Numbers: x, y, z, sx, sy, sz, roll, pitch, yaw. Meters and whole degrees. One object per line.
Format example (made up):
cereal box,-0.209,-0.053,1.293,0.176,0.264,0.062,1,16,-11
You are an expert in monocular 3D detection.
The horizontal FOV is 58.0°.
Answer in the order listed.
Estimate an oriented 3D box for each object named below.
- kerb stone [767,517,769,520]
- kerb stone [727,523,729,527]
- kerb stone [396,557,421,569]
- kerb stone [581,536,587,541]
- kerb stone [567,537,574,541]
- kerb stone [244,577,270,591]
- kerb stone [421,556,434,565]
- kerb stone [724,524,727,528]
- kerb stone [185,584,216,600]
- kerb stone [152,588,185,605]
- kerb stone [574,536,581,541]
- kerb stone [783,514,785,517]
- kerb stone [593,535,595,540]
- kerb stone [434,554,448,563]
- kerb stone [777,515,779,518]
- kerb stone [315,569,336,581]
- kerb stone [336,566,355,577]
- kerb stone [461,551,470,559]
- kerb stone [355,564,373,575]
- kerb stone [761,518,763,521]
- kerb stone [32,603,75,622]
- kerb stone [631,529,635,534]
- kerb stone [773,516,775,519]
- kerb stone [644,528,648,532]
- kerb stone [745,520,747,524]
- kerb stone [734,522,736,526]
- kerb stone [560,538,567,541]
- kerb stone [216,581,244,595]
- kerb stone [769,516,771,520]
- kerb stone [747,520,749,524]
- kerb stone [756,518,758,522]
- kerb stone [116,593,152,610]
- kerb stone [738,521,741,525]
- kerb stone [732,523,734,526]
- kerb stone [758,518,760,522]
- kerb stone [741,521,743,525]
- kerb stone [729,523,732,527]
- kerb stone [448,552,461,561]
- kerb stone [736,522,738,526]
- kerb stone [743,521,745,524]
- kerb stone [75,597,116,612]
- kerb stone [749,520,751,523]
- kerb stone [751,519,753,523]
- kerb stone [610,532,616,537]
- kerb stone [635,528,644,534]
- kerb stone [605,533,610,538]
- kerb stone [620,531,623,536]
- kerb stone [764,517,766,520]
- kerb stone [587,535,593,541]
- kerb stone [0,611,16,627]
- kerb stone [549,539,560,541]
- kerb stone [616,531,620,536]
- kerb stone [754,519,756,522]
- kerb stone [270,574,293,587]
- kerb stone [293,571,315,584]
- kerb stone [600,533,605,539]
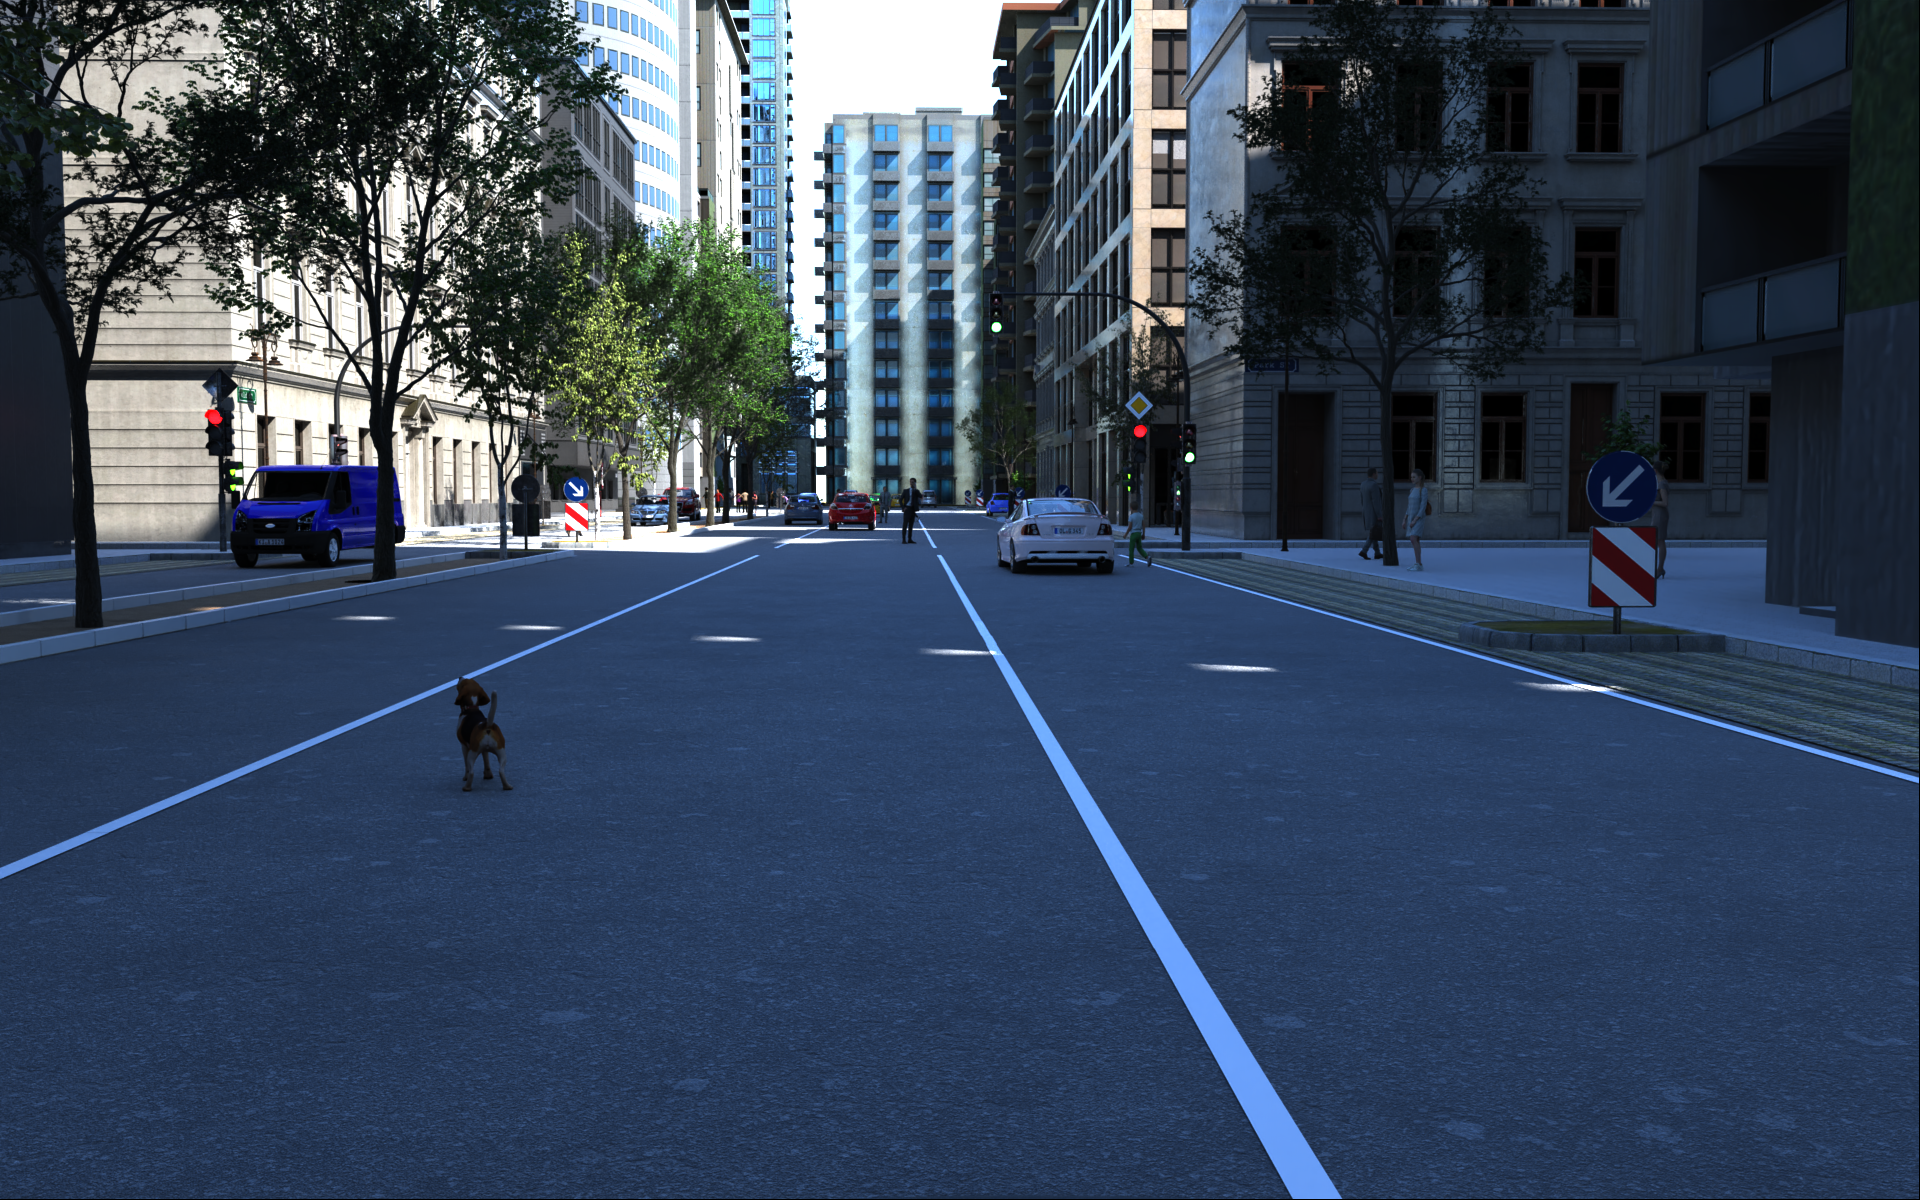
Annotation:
kerb stone,-10.722,-4.458,95.083,0.120,0.150,1.000,0,4,-2
kerb stone,-10.017,-3.137,73.564,0.120,0.150,1.000,0,4,-2
kerb stone,-10.838,-0.722,33.996,0.120,0.150,1.000,0,4,-2
kerb stone,-11.411,-1.822,51.987,0.120,0.150,1.000,0,4,-2
kerb stone,-11.353,-1.697,49.944,0.120,0.150,1.000,0,4,-2
kerb stone,-10.569,-0.218,25.814,0.120,0.150,1.000,0,4,-2
kerb stone,-10.877,-0.783,35.018,0.120,0.150,1.000,0,4,-2
kerb stone,-9.980,-3.079,72.529,0.120,0.150,1.000,0,4,-2
kerb stone,-10.504,-0.096,23.769,0.120,0.150,1.000,0,4,-2
kerb stone,-10.476,-0.031,22.739,0.120,0.150,1.000,0,4,-2
kerb stone,-11.391,-1.760,50.965,0.120,0.150,1.000,0,4,-2
kerb stone,-11.115,-5.209,107.397,0.120,0.150,1.000,0,4,-2
kerb stone,-11.493,-1.938,54.031,0.120,0.150,1.000,0,4,-2
kerb stone,-10.904,-0.847,36.039,0.120,0.150,1.000,0,4,-2
kerb stone,-10.956,-4.897,102.257,0.120,0.150,1.000,0,4,-2
kerb stone,-10.673,-0.409,28.886,0.120,0.150,1.000,0,4,-2
kerb stone,-10.707,-0.468,29.907,0.120,0.150,1.000,0,4,-2
kerb stone,-10.970,-0.967,38.082,0.120,0.150,1.000,0,4,-2
kerb stone,-10.740,-0.534,30.929,0.120,0.150,1.000,0,4,-2
kerb stone,-10.589,-4.206,90.978,0.120,0.150,1.000,0,4,-2
kerb stone,-10.374,0.155,19.663,0.120,0.150,1.000,0,4,-2
kerb stone,-11.723,-2.384,61.224,0.120,0.150,1.000,0,4,-2
kerb stone,-10.858,-4.704,99.184,0.120,0.150,1.000,0,4,-2
kerb stone,-11.828,-2.566,64.292,0.120,0.150,1.000,0,4,-2
kerb stone,-10.297,-3.642,81.750,0.120,0.150,1.000,0,4,-2
kerb stone,-10.119,-3.321,76.636,0.120,0.150,1.000,0,4,-2
kerb stone,-11.323,-1.628,48.922,0.120,0.150,1.000,0,4,-2
kerb stone,-10.539,-0.159,24.792,0.120,0.150,1.000,0,4,-2
kerb stone,-10.749,-4.517,96.114,0.120,0.150,1.000,0,4,-2
kerb stone,-10.317,-3.705,82.772,0.120,0.150,1.000,0,4,-2
kerb stone,-10.482,-4.019,87.904,0.120,0.150,1.000,0,4,-2
kerb stone,-10.441,0.029,21.716,0.120,0.150,1.000,0,4,-2
kerb stone,-10.191,-3.451,78.682,0.120,0.150,1.000,0,4,-2
kerb stone,-10.092,-3.262,75.611,0.120,0.150,1.000,0,4,-2
kerb stone,-10.524,-4.078,88.935,0.120,0.150,1.000,0,4,-2
kerb stone,-10.218,-3.517,79.705,0.120,0.150,1.000,0,4,-2
kerb stone,-10.053,-3.201,74.589,0.120,0.150,1.000,0,4,-2
kerb stone,-10.932,-0.909,37.061,0.120,0.150,1.000,0,4,-2
kerb stone,-10.158,-3.388,77.657,0.120,0.150,1.000,0,4,-2
kerb stone,-10.250,-3.580,80.727,0.120,0.150,1.000,0,4,-2
kerb stone,-10.402,0.095,20.691,0.120,0.150,1.000,0,4,-2
kerb stone,-10.356,-3.768,83.800,0.120,0.150,1.000,0,4,-2
kerb stone,-10.389,-3.828,84.824,0.120,0.150,1.000,0,4,-2
kerb stone,-11.591,-2.129,57.128,0.120,0.150,1.000,0,4,-2
kerb stone,-11.790,-2.510,63.269,0.120,0.150,1.000,0,4,-2
kerb stone,-11.550,-2.074,56.100,0.120,0.150,1.000,0,4,-2
kerb stone,-11.645,-2.261,59.174,0.120,0.150,1.000,0,4,-2
kerb stone,-10.650,-4.332,93.022,0.120,0.150,1.000,0,4,-2
kerb stone,-11.454,-1.885,53.009,0.120,0.150,1.000,0,4,-2
kerb stone,-10.328,0.221,18.642,0.120,0.150,1.000,0,4,-2
kerb stone,-11.293,-1.571,47.900,0.120,0.150,1.000,0,4,-2
kerb stone,-11.628,-2.199,58.152,0.120,0.150,1.000,0,4,-2
kerb stone,-10.458,-3.956,86.882,0.120,0.150,1.000,0,4,-2
kerb stone,-10.608,-0.279,26.836,0.120,0.150,1.000,0,4,-2
kerb stone,-10.640,-0.346,27.857,0.120,0.150,1.000,0,4,-2
kerb stone,-11.525,-2.009,55.072,0.120,0.150,1.000,0,4,-2
